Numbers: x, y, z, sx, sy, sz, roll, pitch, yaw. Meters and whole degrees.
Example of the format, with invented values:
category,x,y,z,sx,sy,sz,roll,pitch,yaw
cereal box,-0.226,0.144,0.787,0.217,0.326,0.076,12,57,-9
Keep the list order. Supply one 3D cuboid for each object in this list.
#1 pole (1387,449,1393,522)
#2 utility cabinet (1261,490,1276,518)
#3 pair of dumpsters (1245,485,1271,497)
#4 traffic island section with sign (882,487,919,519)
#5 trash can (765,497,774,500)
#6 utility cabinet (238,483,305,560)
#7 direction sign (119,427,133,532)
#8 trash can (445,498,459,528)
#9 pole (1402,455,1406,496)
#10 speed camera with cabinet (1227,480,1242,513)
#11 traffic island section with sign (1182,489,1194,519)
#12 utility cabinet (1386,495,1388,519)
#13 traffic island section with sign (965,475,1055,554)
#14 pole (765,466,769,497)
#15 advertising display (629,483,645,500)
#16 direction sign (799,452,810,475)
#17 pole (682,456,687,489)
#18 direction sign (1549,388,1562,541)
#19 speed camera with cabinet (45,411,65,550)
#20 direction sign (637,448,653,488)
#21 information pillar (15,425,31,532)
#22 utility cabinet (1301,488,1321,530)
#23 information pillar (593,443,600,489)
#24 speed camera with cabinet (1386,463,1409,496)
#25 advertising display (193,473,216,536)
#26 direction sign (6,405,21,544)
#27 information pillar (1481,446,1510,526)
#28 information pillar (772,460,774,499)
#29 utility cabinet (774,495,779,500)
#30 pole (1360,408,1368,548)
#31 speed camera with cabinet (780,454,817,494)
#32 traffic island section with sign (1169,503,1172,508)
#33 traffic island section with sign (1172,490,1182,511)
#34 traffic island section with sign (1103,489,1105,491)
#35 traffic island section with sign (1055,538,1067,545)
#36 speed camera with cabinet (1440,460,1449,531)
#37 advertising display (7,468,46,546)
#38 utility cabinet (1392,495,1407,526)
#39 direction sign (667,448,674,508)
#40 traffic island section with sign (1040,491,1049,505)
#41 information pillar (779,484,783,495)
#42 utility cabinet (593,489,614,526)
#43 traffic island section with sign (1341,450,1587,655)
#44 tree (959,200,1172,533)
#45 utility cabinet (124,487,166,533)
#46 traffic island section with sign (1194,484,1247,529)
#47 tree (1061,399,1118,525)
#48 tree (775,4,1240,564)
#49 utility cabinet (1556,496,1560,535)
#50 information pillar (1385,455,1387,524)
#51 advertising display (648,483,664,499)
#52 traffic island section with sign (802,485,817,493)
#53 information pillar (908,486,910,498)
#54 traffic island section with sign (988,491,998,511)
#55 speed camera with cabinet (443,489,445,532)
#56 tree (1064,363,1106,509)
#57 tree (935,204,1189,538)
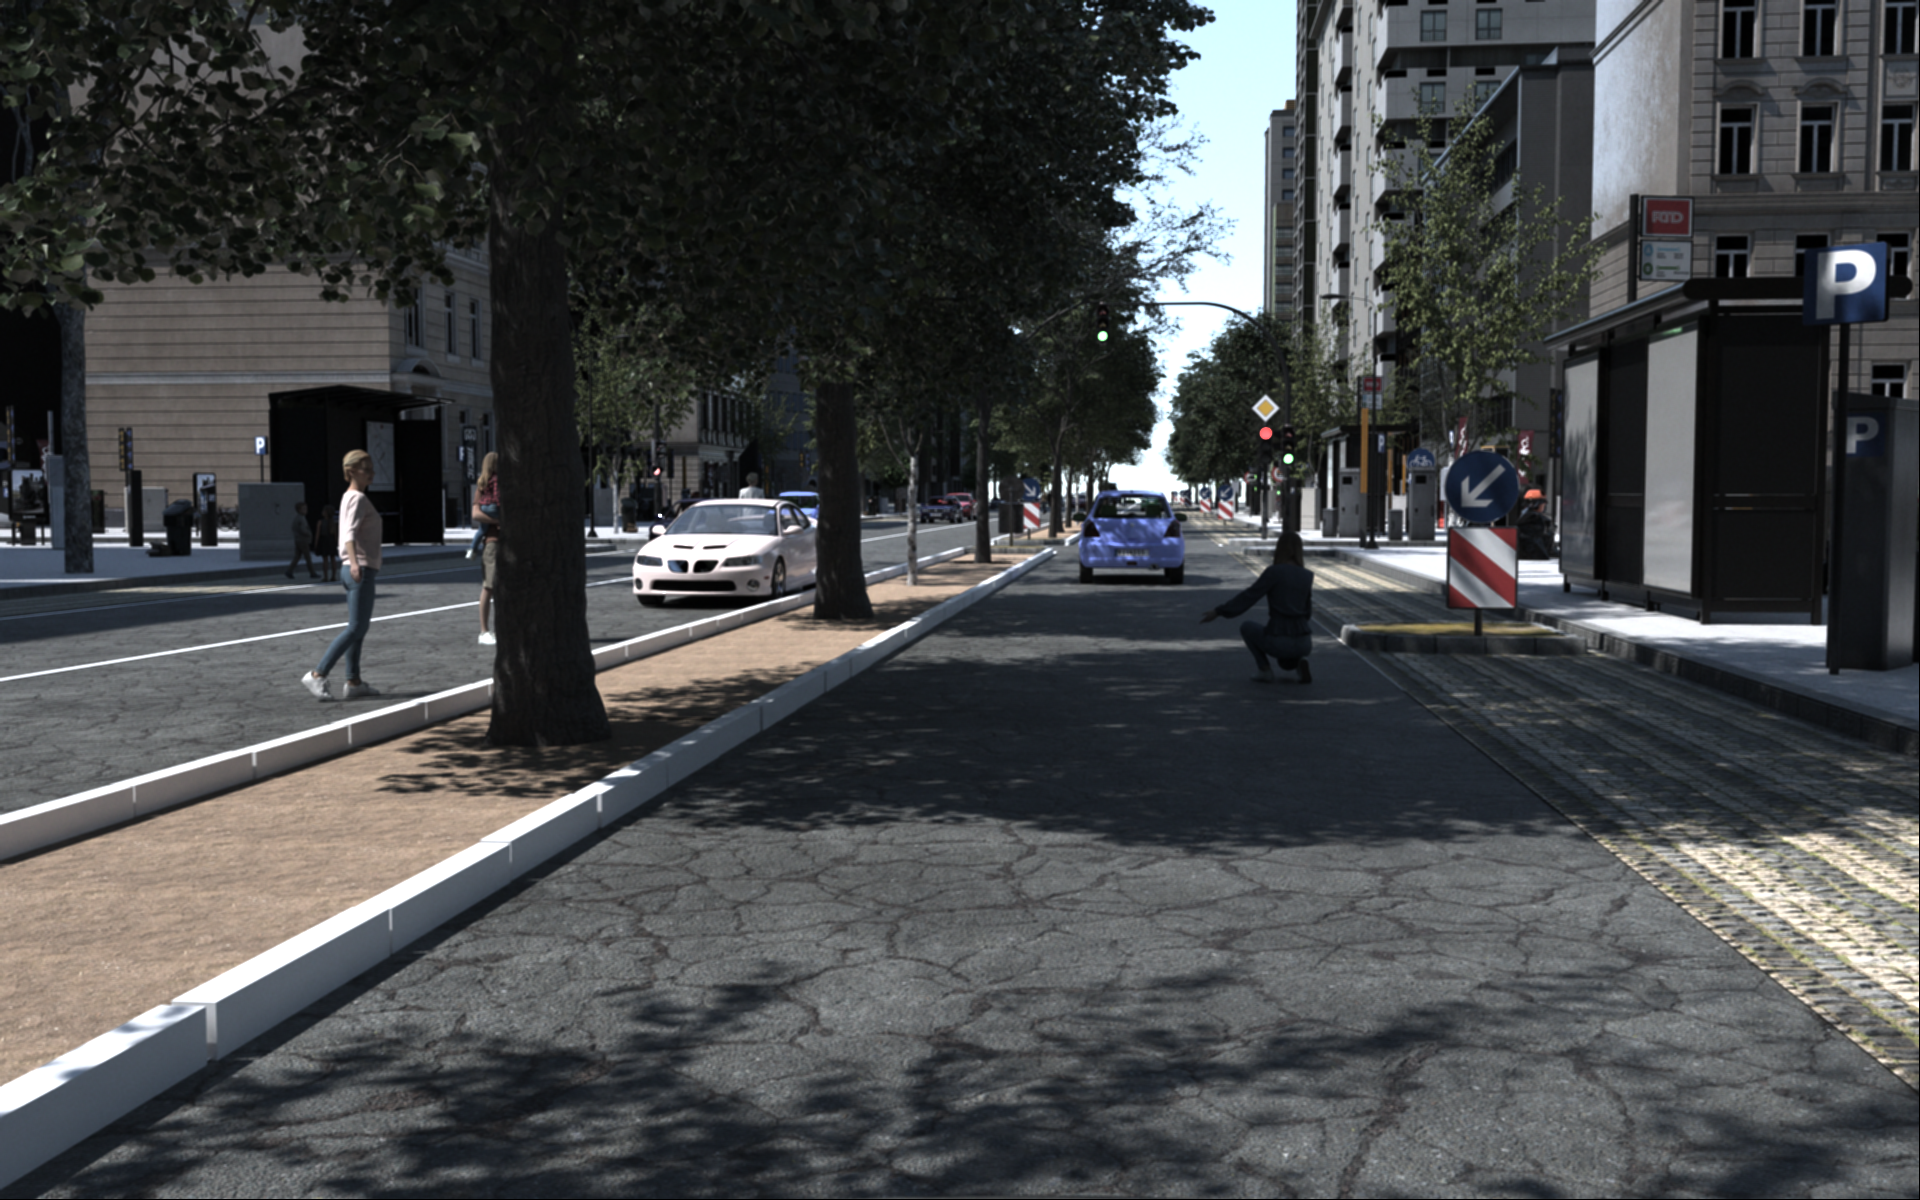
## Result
category,x,y,z,sx,sy,sz,roll,pitch,yaw
pole,19.474,-5.173,78.423,0.158,3.312,0.155,0,3,0
utility cabinet,16.197,-5.060,91.403,0.318,1.500,1.173,0,4,-6
pair of dumpsters,20.455,-7.109,118.729,1.574,2.255,4.437,0,4,7
traffic island section with sign,-3.408,-5.582,99.897,1.989,1.847,2.006,0,4,6
trash can,-10.148,-4.878,91.410,0.748,1.137,0.748,0,3,0
utility cabinet,-13.296,-1.516,33.473,1.173,1.500,0.318,-2,4,-25
direction sign,-28.408,-4.101,59.045,0.876,3.537,0.379,3,4,38
trash can,-19.182,-3.263,65.011,0.748,1.137,0.748,0,3,0
pole,23.090,-5.886,90.086,0.158,3.312,0.155,0,3,0
speed camera with cabinet,18.522,-7.494,116.866,0.660,3.252,2.038,1,4,21
traffic island section with sign,13.816,-5.495,98.479,1.989,1.847,2.006,0,4,6
utility cabinet,22.021,-4.765,89.069,0.306,1.237,1.020,-2,4,-30
traffic island section with sign,1.186,-2.067,41.925,2.006,1.907,1.989,0,4,6
pole,-12.232,-7.084,109.668,0.158,3.312,0.155,0,3,0
advertising display,-18.965,-5.912,101.870,0.974,1.923,0.123,1,4,12
direction sign,-8.311,-6.152,92.580,0.379,3.537,0.876,-3,5,-42
pole,-14.935,-6.121,93.916,0.158,3.312,0.155,0,3,0
direction sign,12.825,-2.775,37.368,0.379,3.537,0.876,2,4,33
speed camera with cabinet,-21.137,-2.841,40.786,0.660,3.252,2.038,-2,4,-29
direction sign,-15.639,-5.752,86.044,0.876,3.537,0.379,-3,4,-37
information pillar,-31.467,-4.086,58.153,0.504,3.616,0.183,-2,4,-28
utility cabinet,12.388,-3.264,62.052,0.318,1.500,1.173,-3,4,-36
information pillar,-15.123,-4.943,72.177,0.183,3.616,0.504,1,4,14
speed camera with cabinet,26.473,-6.799,105.495,2.038,3.252,0.660,1,4,12
advertising display,-23.008,-2.910,52.785,0.123,1.923,0.974,1,4,11
direction sign,-24.418,-3.219,44.628,0.379,3.537,0.876,-3,5,-39
information pillar,8.227,-1.357,26.674,0.304,2.012,0.304,-1,4,-23
information pillar,-12.659,-7.700,117.250,0.183,3.616,0.504,0,4,-5
utility cabinet,-8.908,-4.696,87.934,1.020,1.237,0.306,0,4,8
pole,9.597,-2.893,41.137,0.158,3.312,0.155,0,3,0
speed camera with cabinet,-7.968,-5.577,85.516,0.660,3.252,2.038,3,5,41
traffic island section with sign,22.325,-10.153,174.625,1.989,1.847,2.006,0,4,6
traffic island section with sign,19.332,-8.513,147.809,1.989,1.847,2.006,0,4,6
traffic island section with sign,10.348,-7.084,123.963,2.006,1.907,1.989,0,4,6
traffic island section with sign,2.018,-2.517,49.286,2.006,1.907,1.989,0,4,6
speed camera with cabinet,17.322,-3.948,58.882,0.660,3.252,2.038,-2,4,-35
advertising display,-23.284,-2.325,43.229,0.123,1.923,0.974,1,4,22
utility cabinet,18.109,-3.646,70.778,0.306,1.237,1.020,-2,4,-24
direction sign,-14.354,-5.745,85.932,0.379,3.537,0.876,1,4,10
traffic island section with sign,11.336,-13.647,231.750,1.989,1.847,2.006,0,4,6
information pillar,-12.814,-7.365,124.909,0.304,2.012,0.304,-3,5,-40
utility cabinet,-14.227,-3.703,69.223,0.318,1.500,1.173,1,4,22
traffic island section with sign,4.663,-0.471,16.335,1.989,1.847,2.006,0,4,6
tree,3.673,-8.729,63.299,7.486,12.596,7.792,0,3,0
utility cabinet,-26.621,-2.931,56.603,1.173,1.500,0.318,-3,4,-37
traffic island section with sign,10.807,-3.844,71.482,1.989,1.847,2.006,0,4,6
tree,5.367,-7.711,78.891,4.360,8.622,3.978,0,3,0
tree,0.453,-7.495,35.373,12.009,13.543,11.850,0,3,0
utility cabinet,19.293,-2.698,55.280,0.306,1.237,1.020,2,4,30
information pillar,18.364,-5.137,75.346,0.504,3.616,0.183,-3,4,-36
advertising display,-17.876,-5.912,101.870,0.974,1.923,0.123,-1,4,-11
traffic island section with sign,-6.398,-3.944,73.107,1.989,1.847,2.006,0,4,6
information pillar,-3.477,-7.955,121.424,0.183,3.616,0.504,2,4,30
traffic island section with sign,2.230,-8.664,150.289,1.989,1.847,2.006,0,4,6
speed camera with cabinet,-17.883,-3.836,57.052,0.660,3.252,2.038,2,4,24
tree,5.220,-8.055,84.520,4.737,8.622,4.395,0,3,0
tree,2.952,-7.272,55.763,8.767,10.594,7.601,0,4,6
